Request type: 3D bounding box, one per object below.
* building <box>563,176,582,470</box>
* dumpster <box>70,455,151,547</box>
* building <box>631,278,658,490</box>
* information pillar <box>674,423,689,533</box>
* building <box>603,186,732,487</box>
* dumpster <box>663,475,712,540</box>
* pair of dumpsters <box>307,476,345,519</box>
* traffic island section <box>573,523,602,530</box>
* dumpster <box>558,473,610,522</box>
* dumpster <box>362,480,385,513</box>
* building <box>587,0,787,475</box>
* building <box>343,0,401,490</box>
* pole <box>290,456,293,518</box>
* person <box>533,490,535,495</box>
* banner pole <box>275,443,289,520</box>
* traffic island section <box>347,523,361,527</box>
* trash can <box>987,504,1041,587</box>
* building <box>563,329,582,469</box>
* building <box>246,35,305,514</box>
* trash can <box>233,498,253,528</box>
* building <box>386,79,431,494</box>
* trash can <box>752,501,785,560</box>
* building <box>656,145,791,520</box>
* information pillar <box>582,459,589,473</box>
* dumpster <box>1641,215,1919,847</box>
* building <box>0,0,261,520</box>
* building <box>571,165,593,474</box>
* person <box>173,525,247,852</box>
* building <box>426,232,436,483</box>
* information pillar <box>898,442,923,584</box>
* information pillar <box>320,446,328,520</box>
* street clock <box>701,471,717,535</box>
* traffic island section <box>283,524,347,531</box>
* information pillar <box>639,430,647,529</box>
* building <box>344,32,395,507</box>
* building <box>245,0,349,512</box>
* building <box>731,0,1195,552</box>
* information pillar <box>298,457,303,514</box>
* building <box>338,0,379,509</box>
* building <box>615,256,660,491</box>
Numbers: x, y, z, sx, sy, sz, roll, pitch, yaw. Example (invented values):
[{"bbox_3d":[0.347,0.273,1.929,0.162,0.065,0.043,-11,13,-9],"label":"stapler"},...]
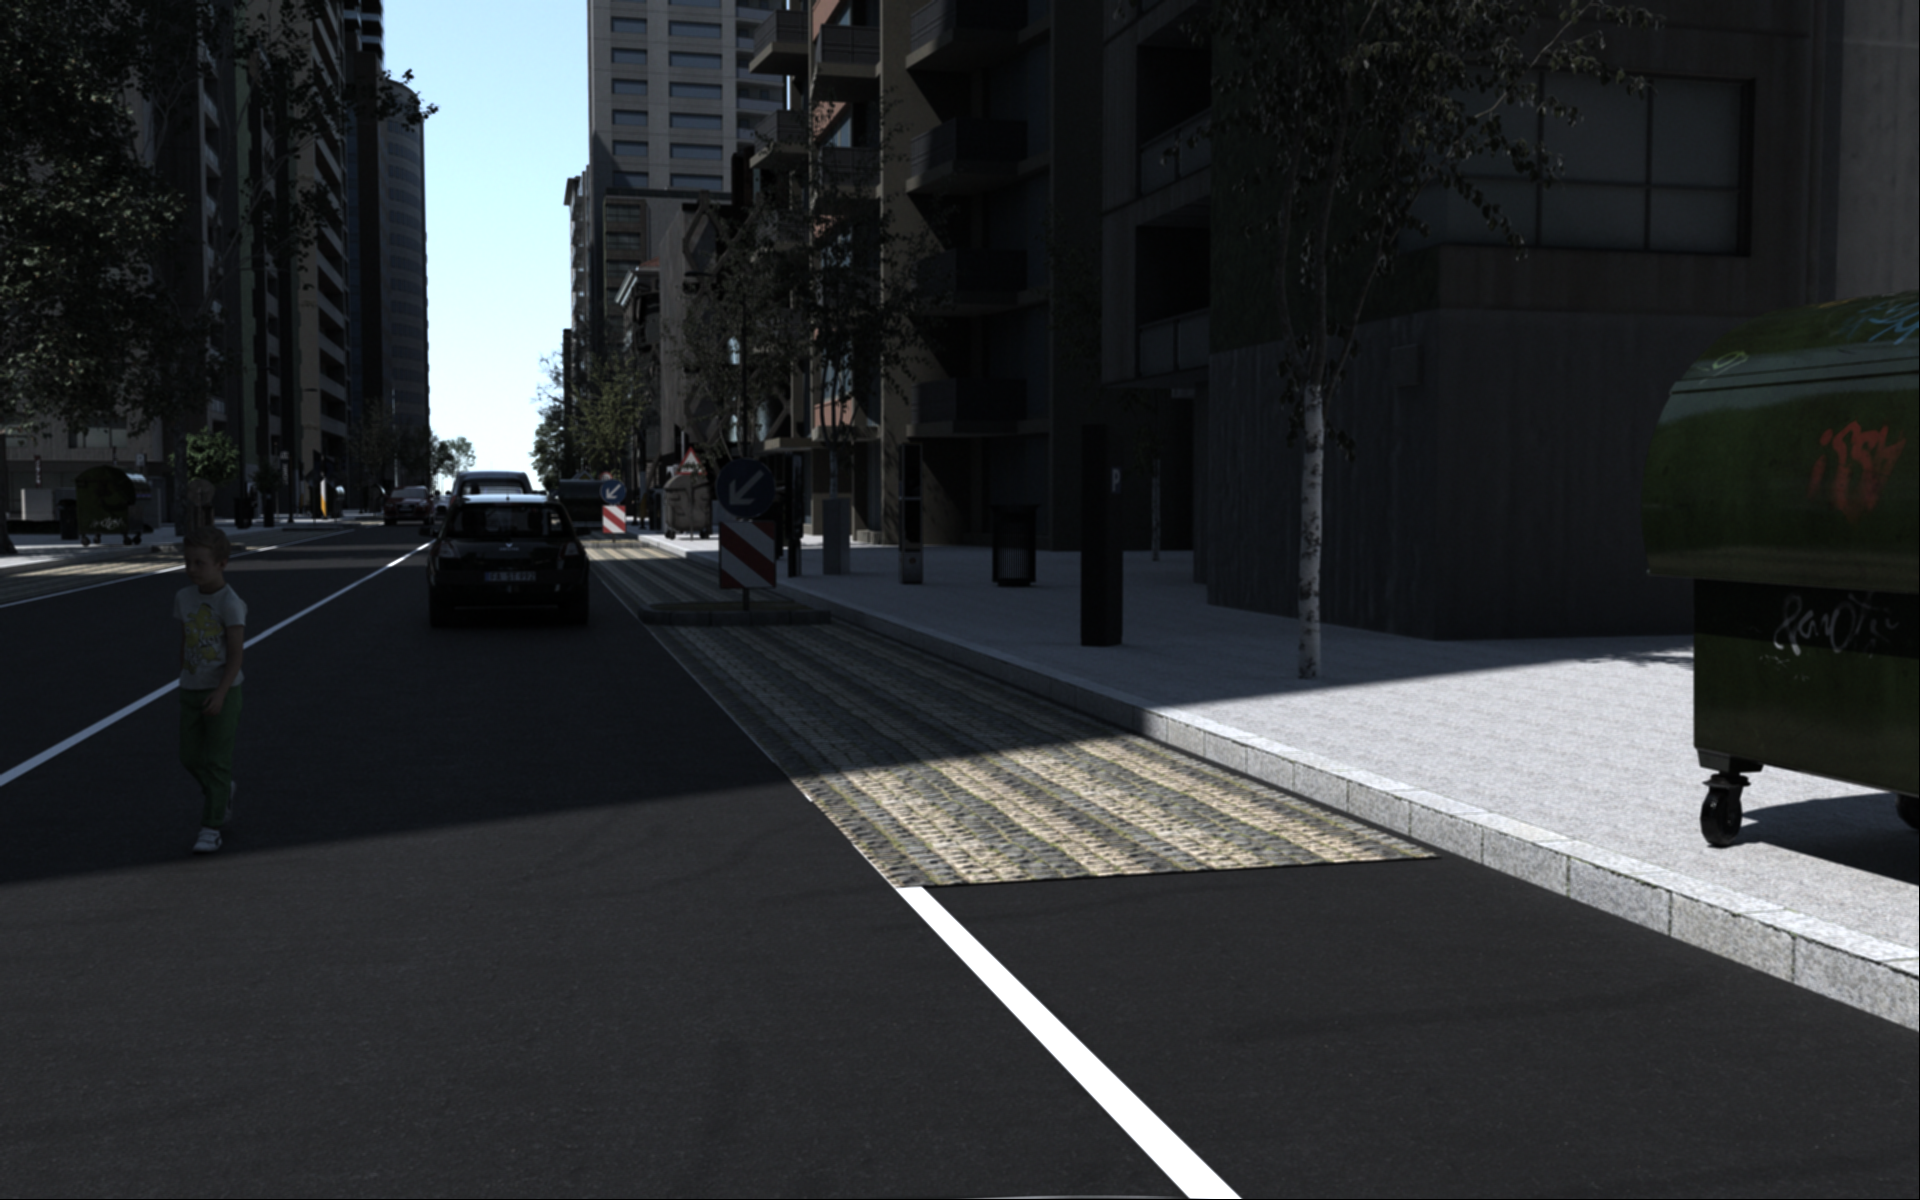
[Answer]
[{"bbox_3d":[-49.315,-42.402,282.507,28.713,52.752,27.495,-1,4,-14],"label":"building"},{"bbox_3d":[-21.157,-2.488,43.171,1.502,2.255,1.985,-1,4,-14],"label":"dumpster"},{"bbox_3d":[-15.072,-15.722,124.501,16.820,18.784,16.811,-1,4,-14],"label":"building"},{"bbox_3d":[-9.207,-4.033,57.289,0.504,3.616,0.183,-1,4,-18],"label":"information pillar"},{"bbox_3d":[-27.184,-24.171,166.890,14.160,30.474,14.107,-1,4,-14],"label":"building"},{"bbox_3d":[-7.740,-2.661,49.262,1.264,1.857,1.865,-1,4,-14],"label":"dumpster"},{"bbox_3d":[-33.389,-5.424,91.182,1.574,2.255,4.437,-1,4,-14],"label":"pair of dumpsters"},{"bbox_3d":[-17.122,-3.403,77.923,2.009,0.180,2.903,-1,4,-14],"label":"traffic island section"},{"bbox_3d":[-14.672,-3.835,67.652,1.985,2.255,1.502,-1,4,-13],"label":"dumpster"},{"bbox_3d":[-40.864,-7.220,120.542,1.502,2.255,1.985,-1,4,-14],"label":"dumpster"},{"bbox_3d":[-29.349,-39.475,187.423,21.231,58.520,28.212,-1,4,-14],"label":"building"},{"bbox_3d":[-73.772,-53.720,190.993,22.319,86.520,31.000,-1,4,-14],"label":"building"},{"bbox_3d":[-36.143,-6.093,93.458,0.158,3.312,0.155,0,3,0],"label":"pole"},{"bbox_3d":[-45.249,-10.716,183.699,0.705,1.826,1.348,2,4,26],"label":"person"},{"bbox_3d":[-33.211,-5.799,84.836,0.863,3.779,0.401,-2,4,-25],"label":"banner pole"},{"bbox_3d":[-27.195,-3.247,75.373,2.009,0.180,2.903,-1,4,-14],"label":"traffic island section"},{"bbox_3d":[0.752,-0.761,24.091,0.748,1.137,0.748,0,3,0],"label":"trash can"},{"bbox_3d":[-61.820,-32.400,301.437,14.160,30.474,14.107,-1,4,-14],"label":"building"},{"bbox_3d":[-49.669,-20.602,108.540,14.160,30.474,14.107,-1,4,-14],"label":"building"},{"bbox_3d":[-27.123,-3.295,65.528,0.748,1.137,0.748,0,3,0],"label":"trash can"},{"bbox_3d":[-85.735,-42.741,240.817,21.231,58.520,28.212,-1,4,-14],"label":"building"},{"bbox_3d":[-3.772,-1.364,33.952,0.748,1.137,0.748,0,3,0],"label":"trash can"},{"bbox_3d":[-6.727,-13.707,91.568,16.811,18.784,16.820,-1,4,-14],"label":"building"},{"bbox_3d":[-25.063,-7.631,116.113,0.504,3.616,0.183,1,4,20],"label":"information pillar"},{"bbox_3d":[3.452,-0.191,5.619,1.502,2.255,1.985,-1,4,-14],"label":"dumpster"},{"bbox_3d":[-44.081,-24.665,86.872,14.154,41.232,14.086,-1,4,-14],"label":"building"},{"bbox_3d":[-45.226,-38.790,253.817,23.786,49.044,30.456,-1,4,-14],"label":"building"},{"bbox_3d":[-3.075,0.344,7.131,0.306,1.304,0.590,0,4,-8],"label":"person"},{"bbox_3d":[-94.536,-39.755,269.603,23.786,49.044,30.456,-1,4,-14],"label":"building"},{"bbox_3d":[-0.704,-1.237,24.722,0.304,2.012,0.304,-1,4,-12],"label":"information pillar"},{"bbox_3d":[-31.358,-5.747,85.323,0.183,3.616,0.504,-3,5,-41],"label":"information pillar"},{"bbox_3d":[-7.872,-3.040,54.271,0.471,2.002,0.358,0,4,2],"label":"street clock"},{"bbox_3d":[-25.224,-2.774,67.634,2.009,0.180,2.903,-1,4,-14],"label":"traffic island section"},{"bbox_3d":[-11.615,-4.407,63.413,0.183,3.616,0.504,-2,4,-29],"label":"information pillar"},{"bbox_3d":[-64.073,-31.885,171.437,14.600,45.320,14.200,-1,4,-14],"label":"building"},{"bbox_3d":[-59.368,-31.098,132.154,21.300,48.544,21.600,-1,4,-14],"label":"building"},{"bbox_3d":[5.378,-24.314,52.159,22.147,44.769,28.867,-1,4,-14],"label":"building"},{"bbox_3d":[-41.530,-7.203,109.119,0.183,3.616,0.504,-3,5,-39],"label":"information pillar"},{"bbox_3d":[-63.129,-43.713,152.961,20.563,71.187,20.611,-1,4,-14],"label":"building"},{"bbox_3d":[-21.816,-18.720,142.222,11.583,22.565,21.152,-1,4,-14],"label":"building"}]
